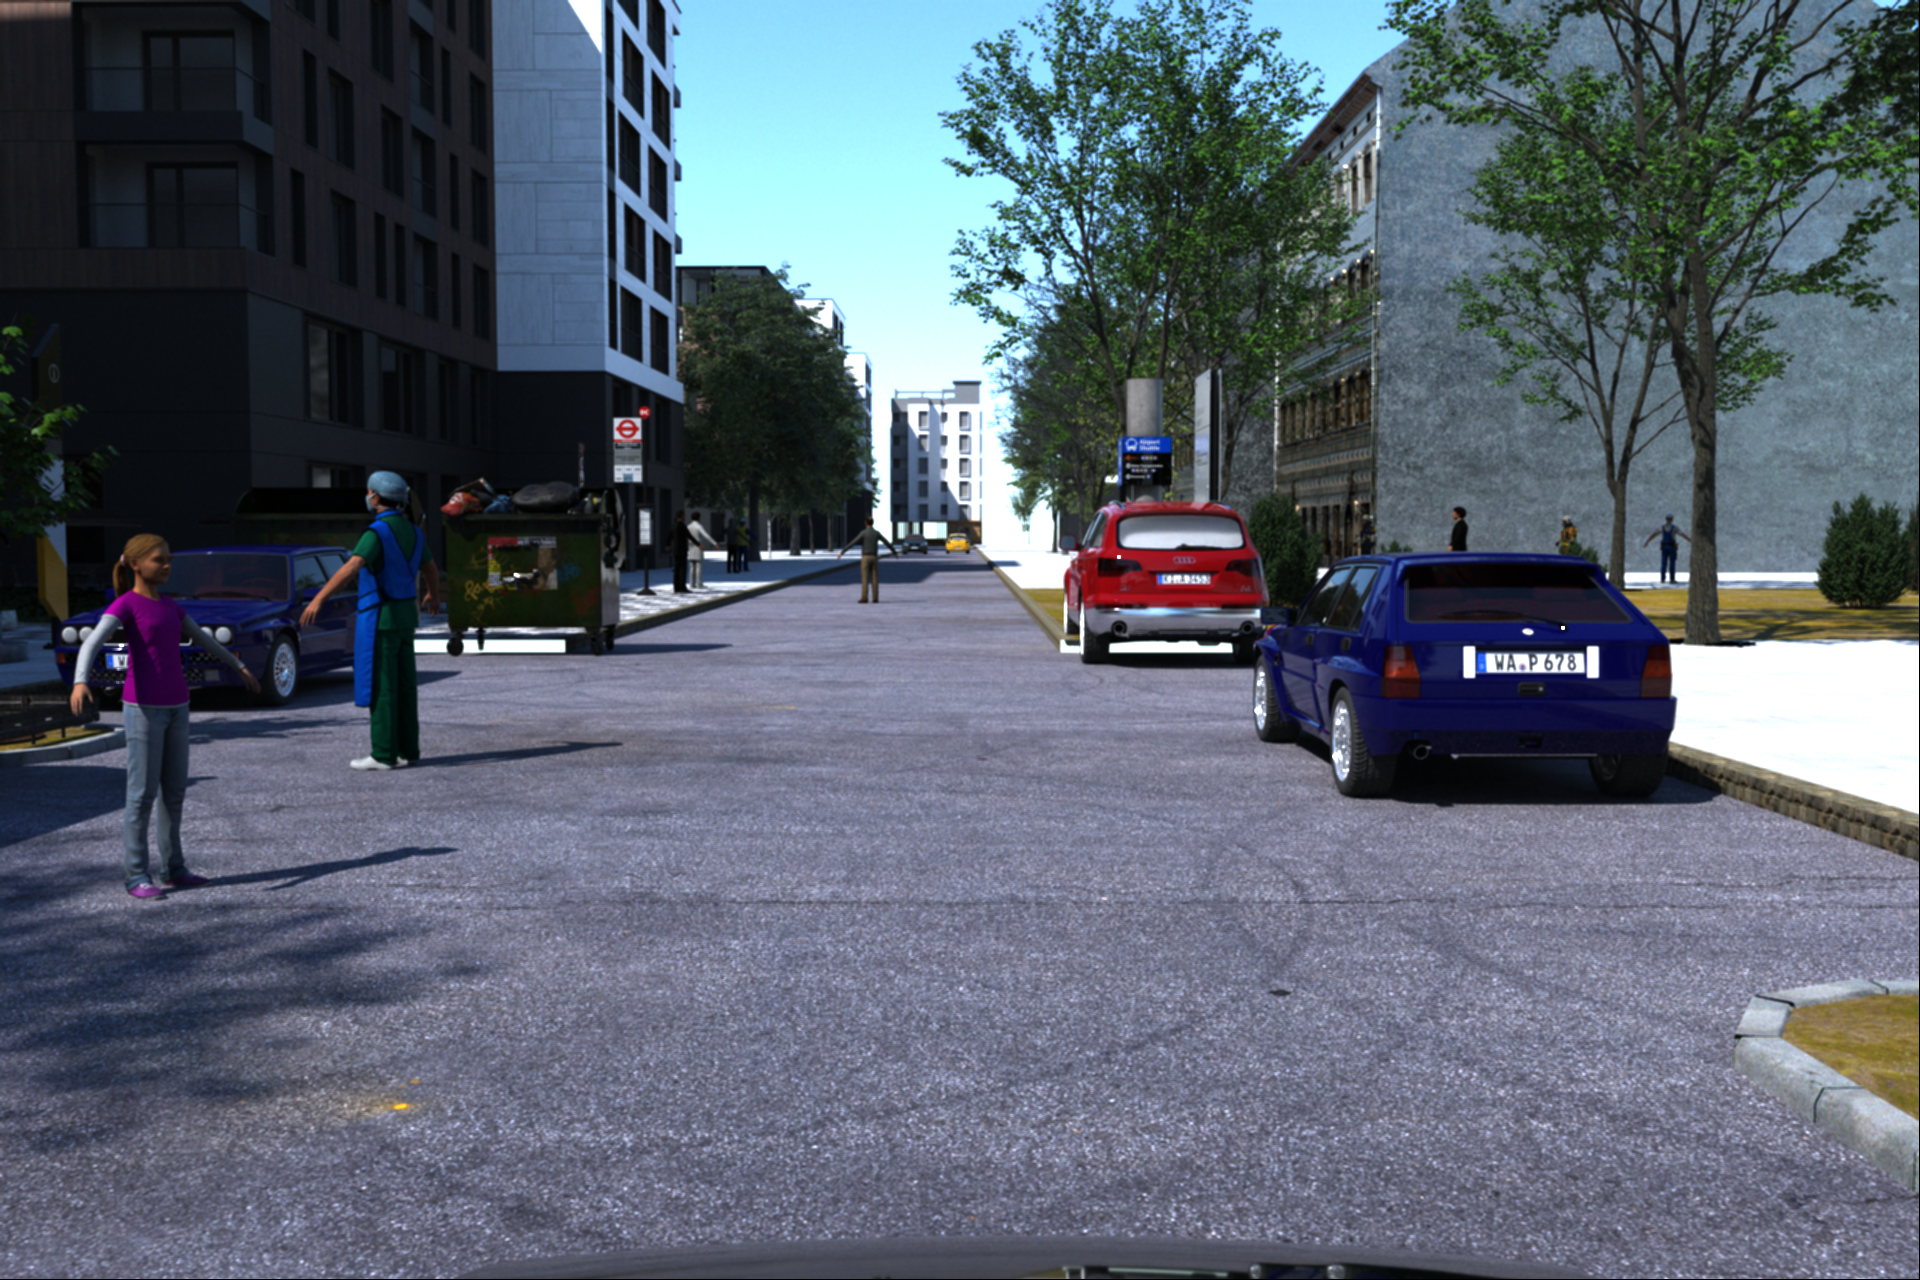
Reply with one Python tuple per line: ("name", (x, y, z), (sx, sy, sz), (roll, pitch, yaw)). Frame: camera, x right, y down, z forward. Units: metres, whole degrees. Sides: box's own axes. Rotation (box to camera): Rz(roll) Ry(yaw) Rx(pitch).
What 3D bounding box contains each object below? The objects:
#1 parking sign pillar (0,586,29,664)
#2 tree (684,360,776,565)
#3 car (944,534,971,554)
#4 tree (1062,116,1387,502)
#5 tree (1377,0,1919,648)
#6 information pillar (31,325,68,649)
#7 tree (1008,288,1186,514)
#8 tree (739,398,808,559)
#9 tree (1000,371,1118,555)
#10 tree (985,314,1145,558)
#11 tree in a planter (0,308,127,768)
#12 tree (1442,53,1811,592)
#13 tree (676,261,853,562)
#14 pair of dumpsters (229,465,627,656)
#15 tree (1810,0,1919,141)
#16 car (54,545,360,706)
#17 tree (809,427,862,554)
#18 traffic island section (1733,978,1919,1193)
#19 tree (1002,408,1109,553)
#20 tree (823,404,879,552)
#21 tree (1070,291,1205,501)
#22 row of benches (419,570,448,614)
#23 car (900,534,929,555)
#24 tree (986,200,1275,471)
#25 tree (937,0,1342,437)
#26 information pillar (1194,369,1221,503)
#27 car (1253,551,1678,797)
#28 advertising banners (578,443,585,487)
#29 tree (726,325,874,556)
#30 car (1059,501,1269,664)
("parking sign pillar", (-10.136, -1.758, 17.210), (1.447, 3.967, 1.447), (0, 3, 0))
("tree", (-9.538, -7.462, 72.365), (4.737, 8.622, 4.395), (0, 3, 0))
("car", (-0.168, -7.120, 126.628), (2.015, 1.641, 3.980), (0, 4, -1))
("tree", (6.333, -7.107, 41.949), (9.928, 11.665, 9.643), (0, 3, 0))
("tree", (8.460, -5.754, 19.826), (9.928, 11.665, 9.643), (0, 3, 0))
("information pillar", (-10.105, -1.706, 19.240), (0.183, 3.616, 0.504), (0, 4, 0))
("tree", (5.785, -8.987, 72.698), (9.928, 11.665, 9.643), (0, 3, 0))
("tree", (-10.024, -8.496, 89.274), (4.360, 8.622, 3.978), (0, 3, 0))
("tree", (6.131, -11.441, 105.192), (7.486, 12.596, 7.792), (0, 3, 0))
("tree", (6.368, -11.049, 91.022), (12.009, 13.543, 11.850), (0, 3, 0))
("tree in a planter", (-6.634, -0.863, 11.330), (1.991, 3.239, 1.994), (0, 4, 1))
("tree", (14.773, -6.908, 38.708), (9.928, 11.665, 9.643), (0, 3, 0))
("tree", (-9.721, -10.630, 80.453), (9.857, 13.997, 8.962), (0, 3, 0))
("pair of dumpsters", (-6.319, -0.966, 20.746), (4.436, 2.255, 1.574), (0, 4, 0))
("tree", (8.101, -4.591, 9.473), (7.601, 10.594, 8.767), (0, 4, -5))
("car", (-6.471, -0.186, 15.620), (1.945, 1.354, 3.894), (0, 4, 0))
("tree", (-9.913, -10.885, 112.380), (7.601, 10.594, 8.767), (0, 4, -3))
("traffic island section", (3.069, 1.138, 4.262), (1.991, 0.108, 1.994), (0, 4, 0))
("tree", (6.493, -11.712, 117.251), (9.928, 11.665, 9.643), (0, 3, 0))
("tree", (-9.241, -12.031, 122.458), (9.928, 11.665, 9.643), (0, 3, 0))
("tree", (5.594, -6.152, 50.947), (4.737, 8.622, 4.395), (0, 3, 0))
("row of benches", (-9.099, -0.862, 29.562), (1.422, 0.672, 4.104), (-2, 4, -28))
("car", (-3.168, -6.857, 121.903), (2.009, 1.686, 4.222), (0, 4, 0))
("tree", (6.129, -9.247, 61.561), (12.009, 13.543, 11.850), (0, 3, 0))
("tree", (3.426, -6.589, 33.491), (9.928, 11.665, 9.643), (0, 3, 0))
("information pillar", (3.626, -2.087, 25.443), (0.184, 3.620, 1.656), (0, 4, 1))
("car", (2.930, 0.110, 10.788), (1.945, 1.354, 3.894), (0, 4, 0))
("advertising banners", (-7.281, -2.230, 32.655), (0.090, 3.025, 2.074), (0, 3, 0))
("tree", (-9.730, -11.897, 101.175), (9.857, 13.997, 8.962), (0, 3, 0))
("car", (2.350, -0.733, 20.656), (2.281, 1.827, 5.304), (0, 4, 0))
